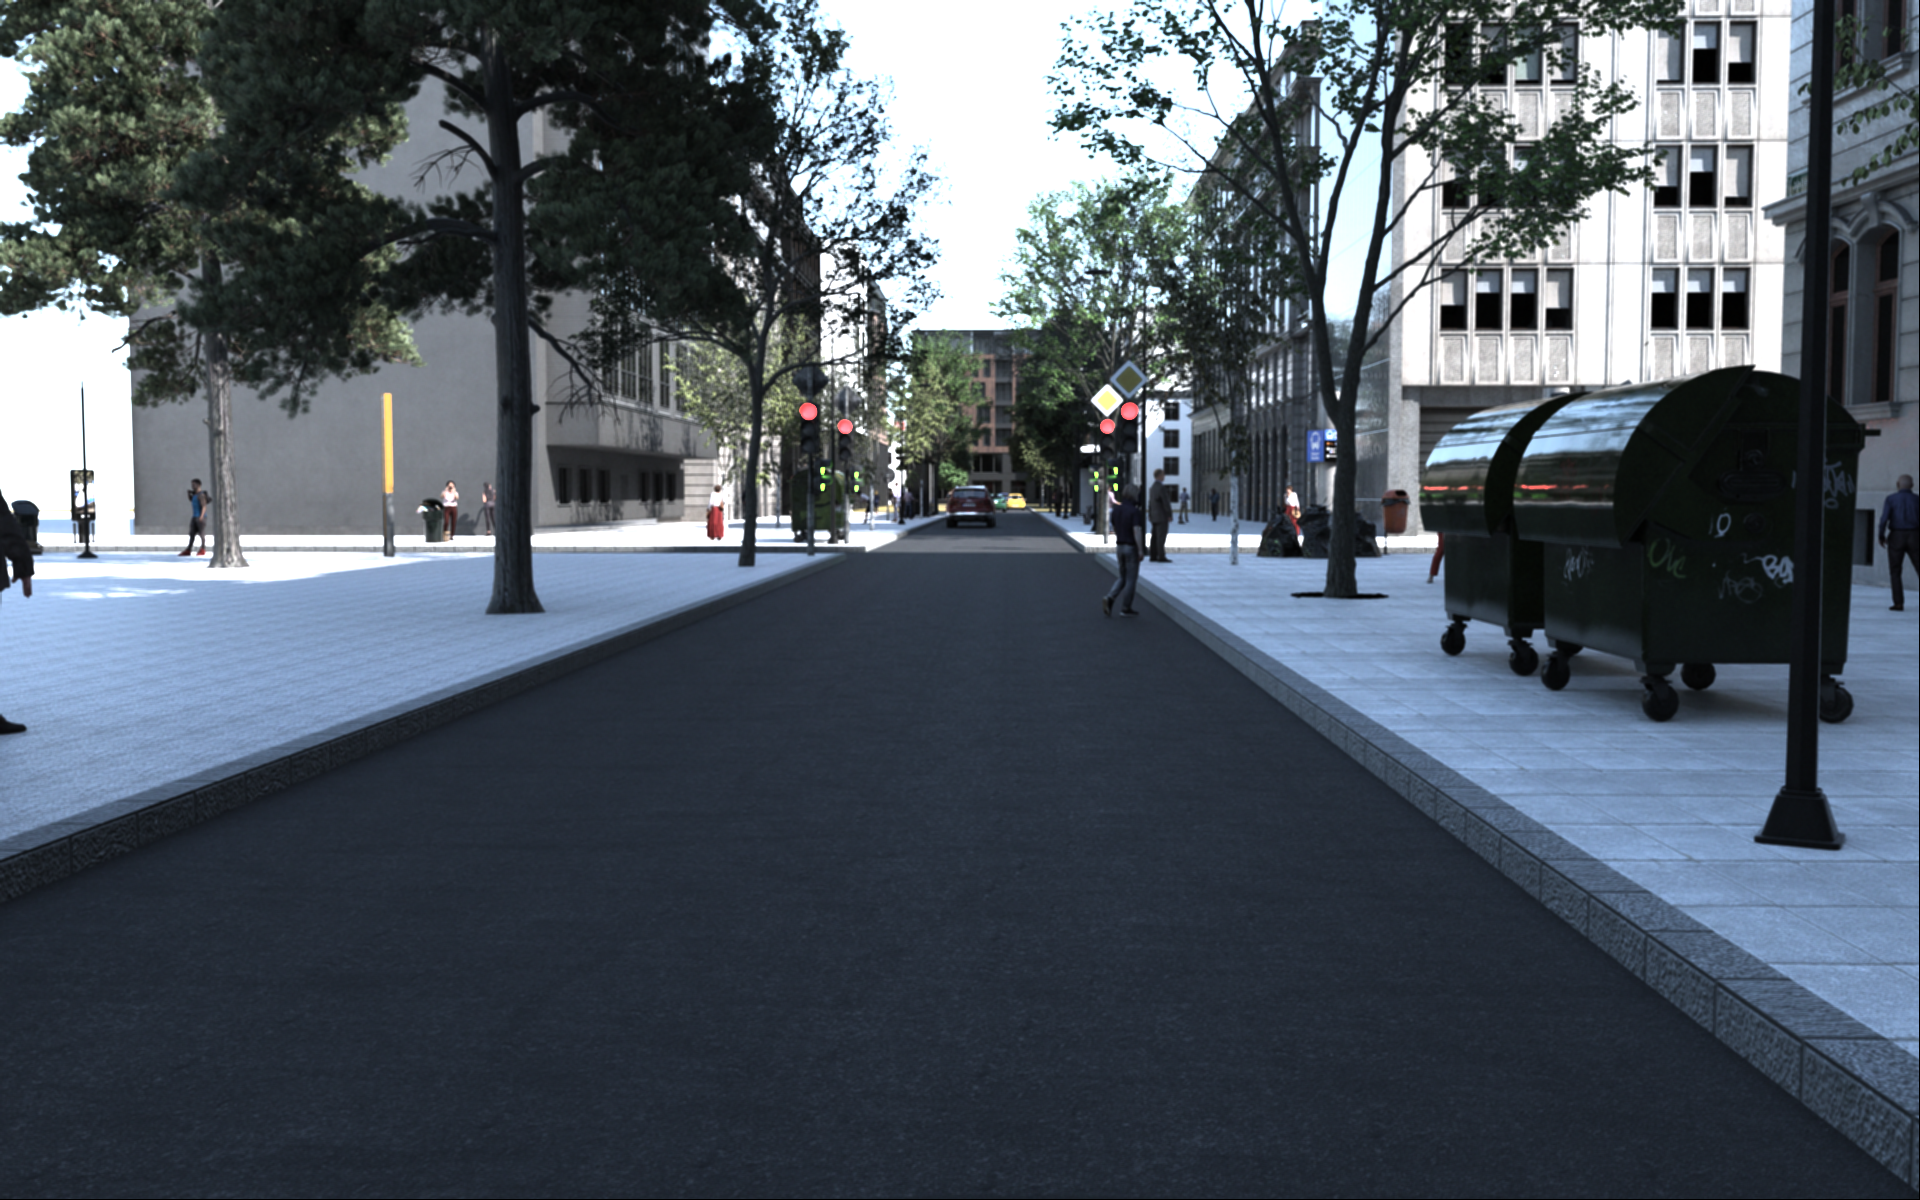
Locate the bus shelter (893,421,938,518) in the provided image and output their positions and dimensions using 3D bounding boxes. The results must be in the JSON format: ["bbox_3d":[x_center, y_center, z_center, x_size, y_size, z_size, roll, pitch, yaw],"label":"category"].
[{"bbox_3d":[-2.515,-7.324,97.381,2.179,5.291,8.768,0,4,2],"label":"bus shelter"}]

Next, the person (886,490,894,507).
[{"bbox_3d":[-6.876,-10.225,173.937,1.217,1.735,0.721,-3,4,-36],"label":"person"}]

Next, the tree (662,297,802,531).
[{"bbox_3d":[-8.134,-6.684,59.645,4.737,8.622,4.395,0,3,0],"label":"tree"}]

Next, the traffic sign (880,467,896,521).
[{"bbox_3d":[-3.430,-5.026,82.275,0.768,2.556,0.104,1,4,10],"label":"traffic sign"}]

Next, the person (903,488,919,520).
[{"bbox_3d":[-2.573,-4.847,87.250,0.963,1.587,0.435,1,4,18],"label":"person"}]

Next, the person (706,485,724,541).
[{"bbox_3d":[-6.728,-2.396,47.680,0.523,1.526,0.387,-3,4,-37],"label":"person"}]

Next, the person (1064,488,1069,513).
[{"bbox_3d":[7.154,-6.629,115.235,0.445,1.727,0.742,-1,4,-14],"label":"person"}]

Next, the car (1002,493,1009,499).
[{"bbox_3d":[4.861,-11.263,193.743,1.945,1.707,3.694,0,4,0],"label":"car"}]

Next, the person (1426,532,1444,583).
[{"bbox_3d":[7.045,-1.054,24.981,0.593,1.614,0.444,1,4,20],"label":"person"}]

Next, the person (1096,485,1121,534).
[{"bbox_3d":[4.721,-2.888,55.220,0.963,1.587,0.435,2,4,26],"label":"person"}]

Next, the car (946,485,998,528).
[{"bbox_3d":[0.509,-4.100,75.705,2.281,1.827,5.304,0,4,3],"label":"car"}]

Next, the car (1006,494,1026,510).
[{"bbox_3d":[4.878,-8.776,153.715,2.015,1.641,3.980,0,4,1],"label":"car"}]

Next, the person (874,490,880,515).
[{"bbox_3d":[-5.220,-6.106,108.416,0.480,1.512,0.613,-2,4,-26],"label":"person"}]

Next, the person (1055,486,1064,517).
[{"bbox_3d":[5.643,-5.560,97.639,0.565,1.739,0.600,2,4,32],"label":"person"}]

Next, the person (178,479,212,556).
[{"bbox_3d":[-15.933,-1.722,36.073,0.647,1.594,0.662,2,4,33],"label":"person"}]

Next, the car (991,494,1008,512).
[{"bbox_3d":[2.760,-7.715,137.933,2.131,1.459,4.920,0,4,0],"label":"car"}]

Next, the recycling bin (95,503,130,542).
[{"bbox_3d":[-22.666,-2.064,46.308,0.722,1.027,0.722,-1,4,-16],"label":"recycling bin"}]

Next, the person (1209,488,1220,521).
[{"bbox_3d":[12.220,-4.581,83.158,0.429,1.552,0.499,-3,5,-39],"label":"person"}]

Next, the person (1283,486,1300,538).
[{"bbox_3d":[9.758,-2.600,51.026,0.523,1.526,0.387,0,4,0],"label":"person"}]

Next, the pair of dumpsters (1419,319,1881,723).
[{"bbox_3d":[4.407,-0.563,11.692,1.574,2.255,4.436,0,4,1],"label":"pair of dumpsters"}]

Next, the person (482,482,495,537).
[{"bbox_3d":[-14.191,-2.735,52.226,0.415,1.643,0.593,0,4,4],"label":"person"}]

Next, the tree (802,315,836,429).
[{"bbox_3d":[-6.854,-7.107,66.558,4.737,8.622,4.395,0,3,0],"label":"tree"}]

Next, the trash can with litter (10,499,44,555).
[{"bbox_3d":[-19.793,-1.560,36.901,0.624,1.170,1.055,-3,5,-44],"label":"trash can with litter"}]

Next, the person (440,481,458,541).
[{"bbox_3d":[-13.989,-2.449,47.544,0.517,1.644,0.566,1,4,17],"label":"person"}]

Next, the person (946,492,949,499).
[{"bbox_3d":[-0.918,-9.290,158.482,0.990,1.755,0.434,-2,4,-29],"label":"person"}]

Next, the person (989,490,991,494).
[{"bbox_3d":[2.915,-10.176,174.883,1.348,1.823,0.705,2,4,24],"label":"person"}]

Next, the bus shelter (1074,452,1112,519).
[{"bbox_3d":[6.786,-5.639,86.125,2.014,3.302,5.546,0,4,2],"label":"bus shelter"}]

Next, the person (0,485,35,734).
[{"bbox_3d":[-5.366,-0.166,9.303,0.990,1.755,0.434,1,4,19],"label":"person"}]

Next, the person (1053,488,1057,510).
[{"bbox_3d":[7.639,-7.934,136.442,0.721,1.739,1.217,-2,4,-31],"label":"person"}]

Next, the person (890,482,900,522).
[{"bbox_3d":[-2.940,-4.485,79.234,0.599,1.838,0.709,3,5,43],"label":"person"}]

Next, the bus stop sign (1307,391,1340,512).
[{"bbox_3d":[9.503,-3.398,44.569,0.837,3.901,0.837,-1,4,-21],"label":"bus stop sign"}]

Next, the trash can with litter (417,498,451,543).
[{"bbox_3d":[-13.846,-2.096,45.663,0.624,1.170,1.055,0,4,3],"label":"trash can with litter"}]

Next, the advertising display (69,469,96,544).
[{"bbox_3d":[-22.650,-2.418,44.745,0.123,1.923,0.974,0,4,3],"label":"advertising display"}]

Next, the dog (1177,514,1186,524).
[{"bbox_3d":[9.574,-3.468,74.430,0.748,0.427,0.550,-3,5,-42],"label":"dog"}]

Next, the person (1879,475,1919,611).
[{"bbox_3d":[10.457,-0.630,19.038,0.574,1.496,0.600,3,5,40],"label":"person"}]

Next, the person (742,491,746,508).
[{"bbox_3d":[-8.998,-4.089,73.610,0.576,1.737,0.504,0,4,2],"label":"person"}]

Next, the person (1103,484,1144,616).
[{"bbox_3d":[1.901,-0.590,20.349,0.471,1.553,0.569,0,4,-1],"label":"person"}]

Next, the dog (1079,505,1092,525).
[{"bbox_3d":[5.292,-3.586,73.011,0.800,0.831,0.513,-2,4,-28],"label":"dog"}]

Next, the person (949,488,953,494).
[{"bbox_3d":[-0.583,-8.119,139.516,0.721,1.735,1.217,2,4,34],"label":"person"}]

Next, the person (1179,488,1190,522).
[{"bbox_3d":[10.318,-4.382,79.757,0.516,1.574,0.319,2,4,35],"label":"person"}]

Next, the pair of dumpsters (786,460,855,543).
[{"bbox_3d":[-3.783,-2.729,47.110,1.574,2.255,4.436,0,4,2],"label":"pair of dumpsters"}]

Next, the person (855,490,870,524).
[{"bbox_3d":[-4.106,-3.996,74.564,0.799,1.438,0.628,-2,4,-34],"label":"person"}]

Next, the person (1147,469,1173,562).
[{"bbox_3d":[3.794,-1.595,32.678,0.434,1.755,0.990,-1,4,-15],"label":"person"}]

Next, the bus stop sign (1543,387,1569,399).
[{"bbox_3d":[14.752,-3.301,42.982,0.837,3.901,0.837,0,4,8],"label":"bus stop sign"}]

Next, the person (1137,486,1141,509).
[{"bbox_3d":[9.410,-5.065,89.558,0.576,1.737,0.504,3,5,43],"label":"person"}]
